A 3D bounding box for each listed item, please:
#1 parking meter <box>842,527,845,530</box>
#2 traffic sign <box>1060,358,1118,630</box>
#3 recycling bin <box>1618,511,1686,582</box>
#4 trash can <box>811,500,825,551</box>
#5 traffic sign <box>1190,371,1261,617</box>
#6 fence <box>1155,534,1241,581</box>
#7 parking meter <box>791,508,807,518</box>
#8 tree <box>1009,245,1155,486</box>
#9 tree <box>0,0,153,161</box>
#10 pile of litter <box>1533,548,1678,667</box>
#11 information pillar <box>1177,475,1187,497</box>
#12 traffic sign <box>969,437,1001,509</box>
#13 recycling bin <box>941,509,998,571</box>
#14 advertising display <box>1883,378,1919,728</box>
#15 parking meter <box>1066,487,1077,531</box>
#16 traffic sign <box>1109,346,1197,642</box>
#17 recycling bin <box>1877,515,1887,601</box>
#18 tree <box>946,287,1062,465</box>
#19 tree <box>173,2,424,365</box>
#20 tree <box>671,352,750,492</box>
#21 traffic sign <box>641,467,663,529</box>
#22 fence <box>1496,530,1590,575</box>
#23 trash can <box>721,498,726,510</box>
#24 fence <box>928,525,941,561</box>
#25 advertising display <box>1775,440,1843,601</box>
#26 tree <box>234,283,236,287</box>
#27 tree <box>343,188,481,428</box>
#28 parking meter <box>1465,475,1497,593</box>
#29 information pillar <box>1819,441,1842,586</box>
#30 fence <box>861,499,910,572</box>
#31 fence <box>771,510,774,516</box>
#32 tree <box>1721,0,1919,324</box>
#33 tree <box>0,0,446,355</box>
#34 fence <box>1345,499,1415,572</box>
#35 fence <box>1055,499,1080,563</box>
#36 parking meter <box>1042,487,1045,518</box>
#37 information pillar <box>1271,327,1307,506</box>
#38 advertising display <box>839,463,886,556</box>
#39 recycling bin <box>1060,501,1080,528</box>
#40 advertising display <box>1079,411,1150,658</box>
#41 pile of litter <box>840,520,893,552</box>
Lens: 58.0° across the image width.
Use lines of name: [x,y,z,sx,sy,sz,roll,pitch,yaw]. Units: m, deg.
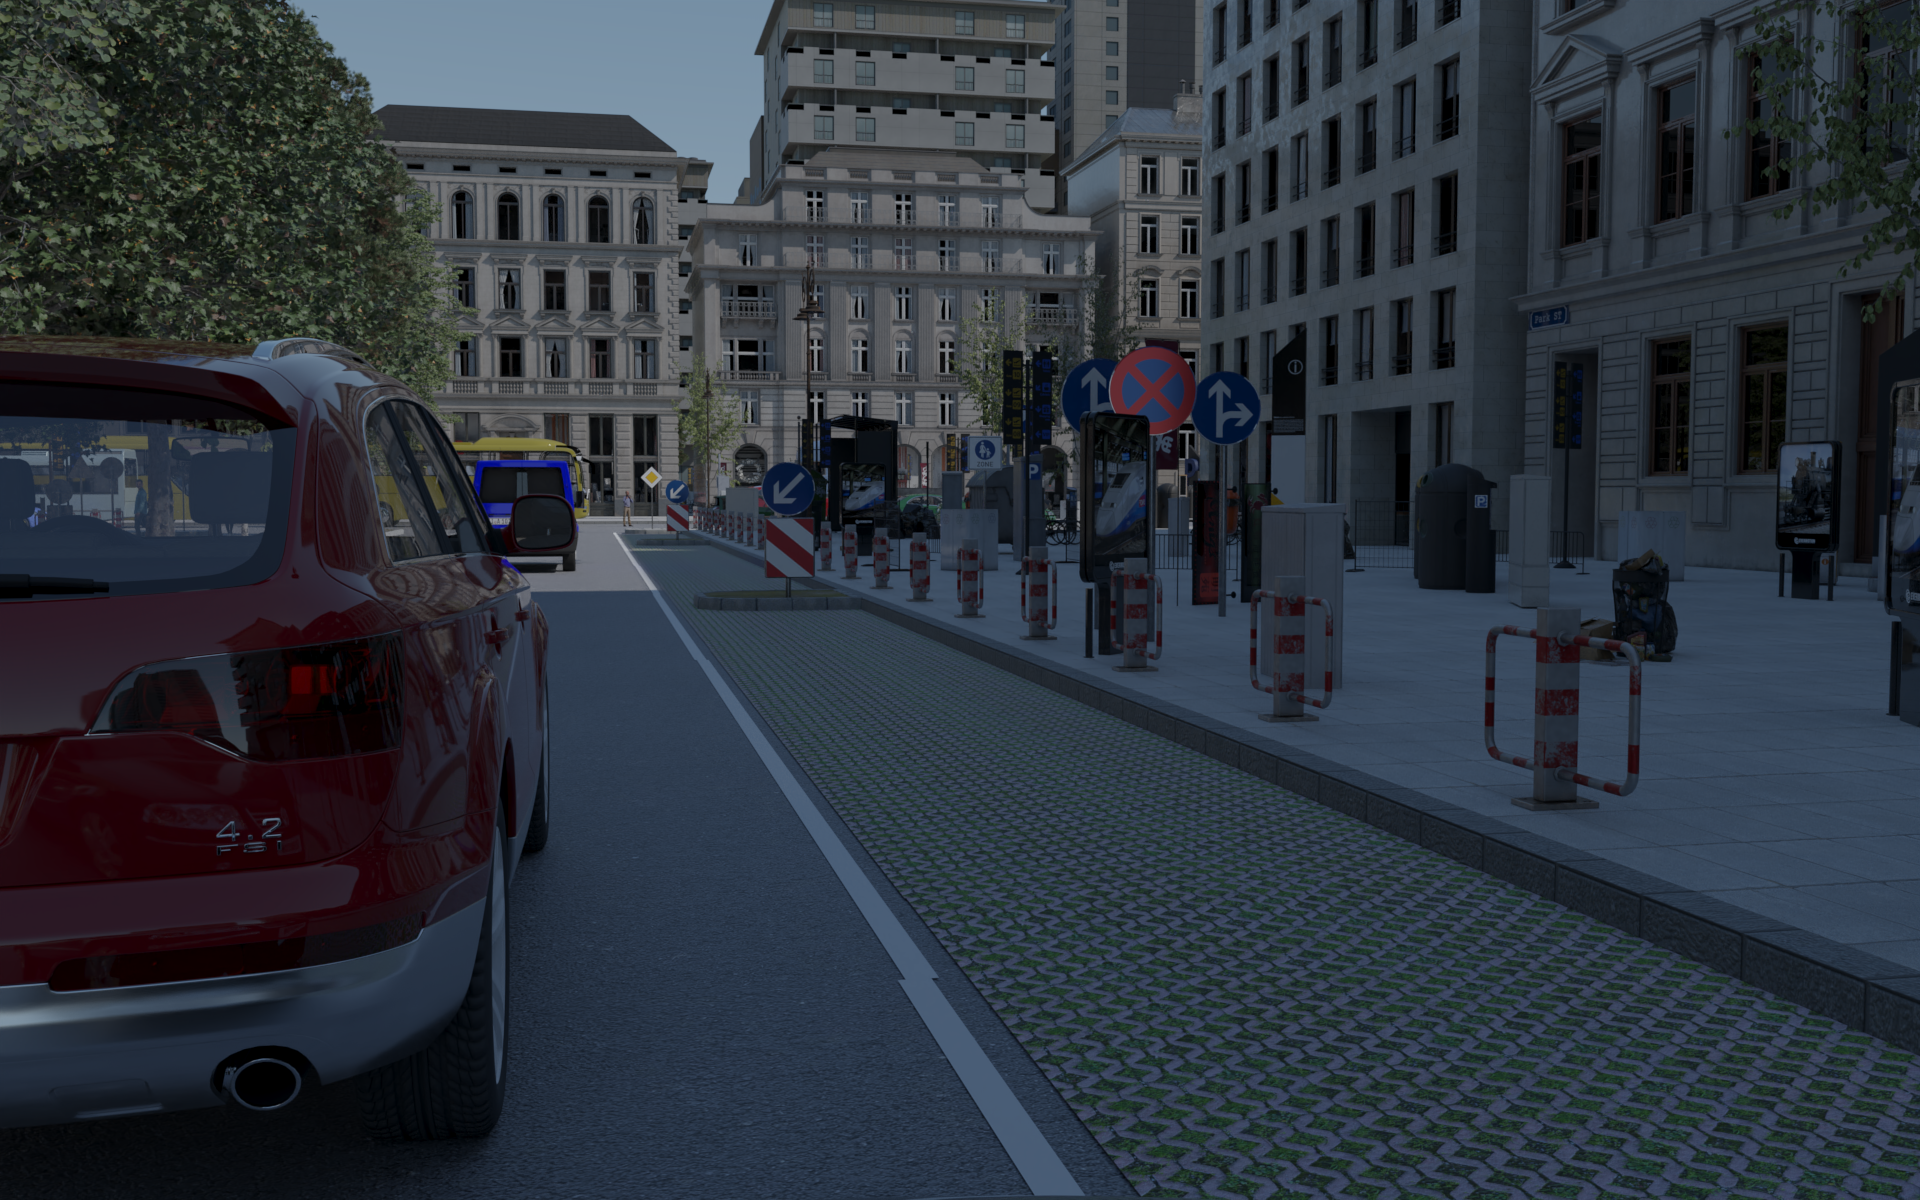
parking meter: [-3.269,-2.745,50.588,0.255,1.863,0.399,-2,4,-34]
traffic sign: [1.313,-0.994,16.355,0.768,2.556,0.104,0,4,-8]
recycling bin: [10.257,-0.804,25.702,0.722,1.027,0.722,0,4,-4]
trash can: [-3.411,-1.673,39.009,0.748,1.137,0.748,0,3,0]
traffic sign: [2.746,-1.098,18.059,0.768,2.556,0.104,-1,4,-9]
fence: [3.151,-0.641,25.849,2.069,0.683,0.278,1,4,18]
parking meter: [-3.538,-1.979,38.063,0.399,1.863,0.255,2,4,27]
tree: [3.877,-6.183,51.458,4.360,8.622,3.978,0,3,0]
tree: [-10.160,-6.266,11.569,9.857,13.997,8.962,0,3,0]
pile of litter: [5.125,0.015,13.725,1.176,0.858,1.719,3,5,41]
information pillar: [8.508,-3.786,66.397,0.304,2.012,0.304,0,4,-7]
traffic sign: [0.437,-1.736,30.506,0.606,2.300,0.079,0,4,-4]
recycling bin: [0.157,-1.013,29.115,0.722,1.027,0.722,-3,5,-41]
advertising display: [5.342,-0.266,9.567,0.123,1.923,0.974,1,4,10]
parking meter: [3.842,-3.130,59.584,0.372,1.533,0.369,0,3,0]
traffic sign: [1.656,-0.911,14.995,0.768,2.556,0.104,0,4,-5]
recycling bin: [11.509,-0.501,20.742,0.722,1.027,0.722,-3,5,-41]
tree: [1.534,-6.865,62.609,4.737,8.622,4.395,0,3,0]
tree: [-17.779,-8.220,44.281,7.806,13.903,7.818,0,3,0]
tree: [-12.884,-8.463,88.738,4.737,8.622,4.395,0,3,0]
traffic sign: [-11.265,-3.651,63.338,0.795,2.450,0.064,-1,4,-12]
fence: [9.299,-0.795,28.375,0.278,0.683,2.069,-3,5,-41]
trash can: [-8.441,-3.190,63.810,0.748,1.137,0.748,0,3,0]
fence: [-0.081,-1.034,32.275,0.278,0.683,2.069,-2,4,-31]
advertising display: [10.346,-0.974,21.146,0.123,1.923,0.974,-1,4,-13]
tree: [-19.027,-6.014,51.142,4.737,8.622,4.395,0,3,0]
tree: [-19.852,-8.355,57.186,7.486,12.596,7.792,0,3,0]
parking meter: [6.773,-0.861,22.496,0.372,1.533,0.369,0,3,0]
information pillar: [12.164,-1.211,24.290,0.304,2.012,0.304,2,4,30]
fence: [-1.259,-1.132,29.715,0.480,1.192,2.264,-1,4,-14]
fence: [-6.404,-3.161,62.885,0.480,1.192,2.264,1,4,18]
tree: [9.410,-4.010,15.926,4.737,8.622,4.395,0,3,0]
tree: [-14.337,-6.807,30.758,9.611,12.733,9.660,0,3,0]
fence: [7.422,-1.031,28.066,2.264,1.192,0.480,2,4,32]
fence: [2.161,-1.215,31.069,0.480,1.192,2.264,-1,4,-10]
parking meter: [2.744,-3.135,59.672,0.372,1.533,0.369,0,3,0]
information pillar: [4.662,-2.027,24.501,0.504,3.616,0.183,1,4,18]
advertising display: [-2.005,-1.871,35.809,0.974,1.923,0.123,-1,4,-20]
recycling bin: [4.285,-3.301,66.524,0.722,1.027,0.722,1,4,19]
advertising display: [1.245,-0.530,13.886,0.123,1.923,0.974,2,4,33]
pile of litter: [-2.104,-1.524,38.882,1.176,0.858,1.719,-1,4,-13]
